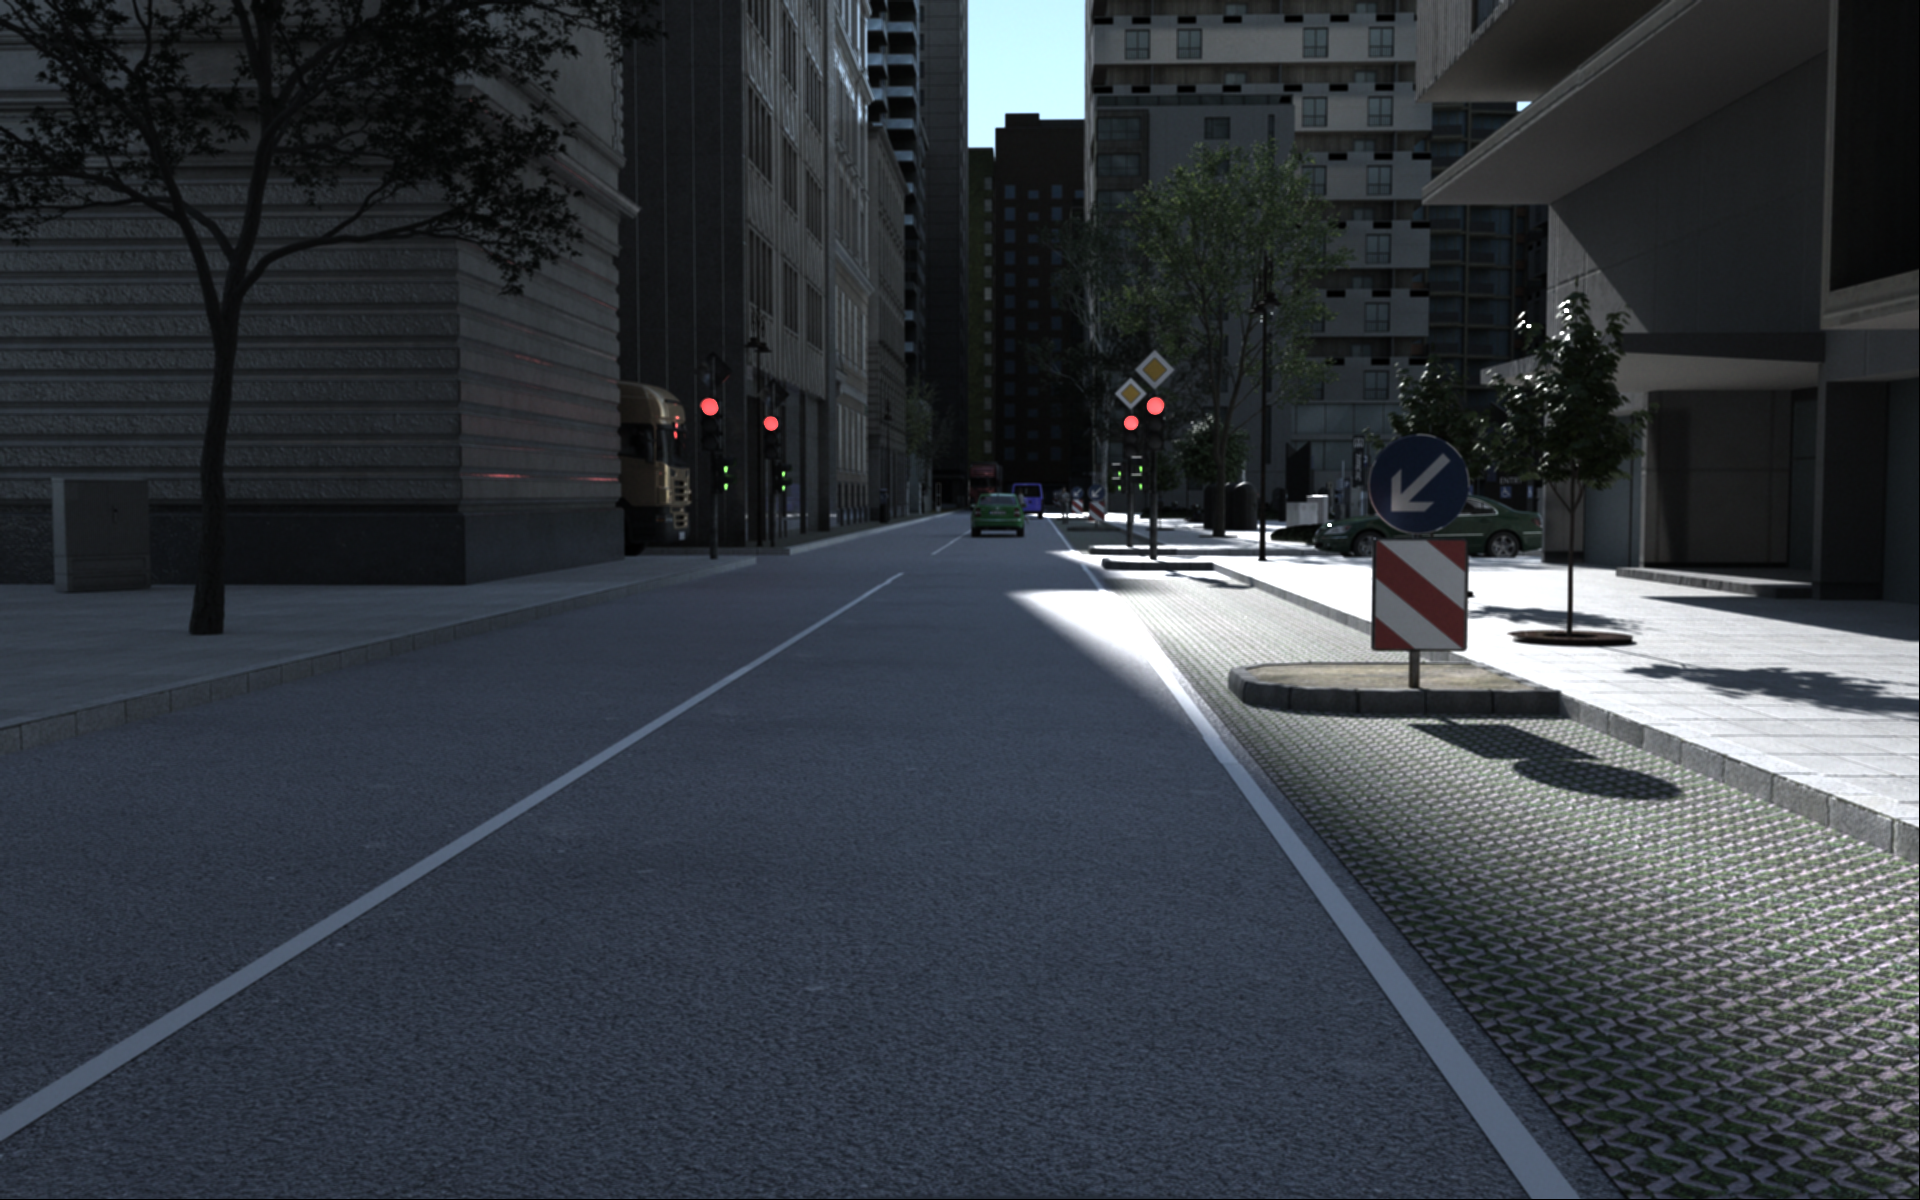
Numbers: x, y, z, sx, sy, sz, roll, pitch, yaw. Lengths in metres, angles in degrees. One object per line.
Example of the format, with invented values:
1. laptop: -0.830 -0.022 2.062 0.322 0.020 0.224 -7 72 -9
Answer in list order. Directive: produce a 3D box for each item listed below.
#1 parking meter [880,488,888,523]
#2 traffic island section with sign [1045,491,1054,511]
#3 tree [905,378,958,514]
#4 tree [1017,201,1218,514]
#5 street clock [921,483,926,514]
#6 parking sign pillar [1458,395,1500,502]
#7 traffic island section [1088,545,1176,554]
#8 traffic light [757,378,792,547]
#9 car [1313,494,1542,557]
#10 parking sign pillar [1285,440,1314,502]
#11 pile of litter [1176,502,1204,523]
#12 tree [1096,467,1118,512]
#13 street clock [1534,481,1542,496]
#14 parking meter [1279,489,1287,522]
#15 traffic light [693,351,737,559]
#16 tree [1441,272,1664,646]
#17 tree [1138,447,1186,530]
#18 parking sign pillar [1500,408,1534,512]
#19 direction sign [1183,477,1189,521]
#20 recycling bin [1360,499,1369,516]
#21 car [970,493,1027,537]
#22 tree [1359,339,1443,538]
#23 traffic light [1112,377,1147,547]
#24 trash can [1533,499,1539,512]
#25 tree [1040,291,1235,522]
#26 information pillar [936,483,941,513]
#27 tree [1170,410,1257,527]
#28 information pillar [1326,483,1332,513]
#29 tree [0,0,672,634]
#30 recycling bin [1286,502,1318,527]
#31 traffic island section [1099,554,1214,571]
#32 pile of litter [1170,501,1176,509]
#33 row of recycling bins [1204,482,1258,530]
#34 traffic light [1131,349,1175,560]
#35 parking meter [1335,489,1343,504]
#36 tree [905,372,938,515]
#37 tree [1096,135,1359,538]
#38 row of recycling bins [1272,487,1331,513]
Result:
1. parking meter: -3.374 -4.180 76.749 0.372 1.533 0.369 0 3 0
2. traffic island section with sign: 8.232 -8.250 143.522 1.989 1.847 2.006 0 4 2
3. tree: -2.304 -9.774 110.165 4.360 8.622 3.978 0 3 0
4. tree: 9.950 -15.551 110.147 12.611 20.169 13.585 0 3 0
5. street clock: -2.476 -6.702 114.145 0.471 2.002 0.358 -3 5 -45
6. parking sign pillar: 12.932 -3.451 44.898 1.447 3.967 1.447 0 4 -2
7. traffic island section: 4.125 -1.197 41.851 2.009 0.180 2.903 0 4 2
8. traffic light: -4.520 -3.251 42.068 0.839 4.253 0.868 0 4 2
9. car: 10.101 -1.563 37.351 4.920 1.459 2.131 0 4 1
10. parking sign pillar: 17.760 -6.283 91.203 1.447 3.967 1.447 -2 4 -33
11. pile of litter: 10.845 -3.938 78.353 1.176 0.858 1.719 -2 4 -25
12. tree: 10.511 -7.761 121.499 1.663 3.219 1.824 0 3 0
13. street clock: 23.469 -4.017 70.251 0.358 2.002 0.471 2 4 34
14. parking meter: 15.069 -4.427 80.792 0.372 1.533 0.369 0 3 0
15. traffic light: -4.842 -2.763 34.090 0.839 4.253 0.868 0 4 2
16. tree: 5.450 -1.254 15.109 1.663 3.219 1.824 0 3 0
17. tree: 6.999 -4.086 61.399 1.663 3.219 1.824 0 3 0
18. parking sign pillar: 15.889 -3.770 50.116 1.447 3.967 1.447 3 5 42
19. direction sign: 11.016 -5.620 83.889 0.379 3.537 0.876 1 4 11
20. recycling bin: 23.004 -5.154 96.817 0.722 1.027 0.722 -1 4 -17
21. car: 1.314 -3.096 59.420 1.959 1.807 4.718 0 4 2
22. tree: 5.819 -1.662 21.770 1.663 3.219 1.824 0 3 0
23. traffic light: 4.085 -3.230 41.738 0.839 4.253 0.868 0 4 2
24. trash can: 18.015 -2.651 55.001 0.748 1.137 0.748 0 3 0
25. tree: 7.802 -8.778 77.935 8.767 10.594 7.601 -1 4 -10
26. information pillar: -1.446 -6.805 115.758 0.304 2.012 0.304 0 4 -4
27. tree: 9.835 -5.101 67.113 4.285 4.588 4.351 0 3 0
28. information pillar: 23.743 -6.542 111.460 0.304 2.012 0.304 -1 4 -19
29. tree: -6.616 -4.953 15.400 7.601 10.594 8.767 2 4 27
30. recycling bin: 10.631 -2.527 53.871 0.722 1.027 0.722 -2 4 -24
31. traffic island section: 3.802 -0.709 33.872 2.009 0.180 2.903 0 4 2
32. pile of litter: 13.230 -5.647 106.298 1.719 0.858 1.176 3 4 37
33. row of recycling bins: 9.782 -3.412 62.902 1.069 1.692 3.534 -1 4 -14
34. traffic light: 3.763 -2.742 33.760 0.839 4.253 0.868 0 4 2
35. parking meter: 18.006 -4.523 82.359 0.372 1.533 0.369 0 3 0
36. tree: -3.352 -9.427 104.494 4.737 8.622 4.395 0 3 0
37. tree: 7.729 -7.663 51.039 9.928 11.665 9.643 0 3 0
38. row of recycling bins: 20.744 -6.003 105.258 3.534 1.692 1.069 1 4 15
